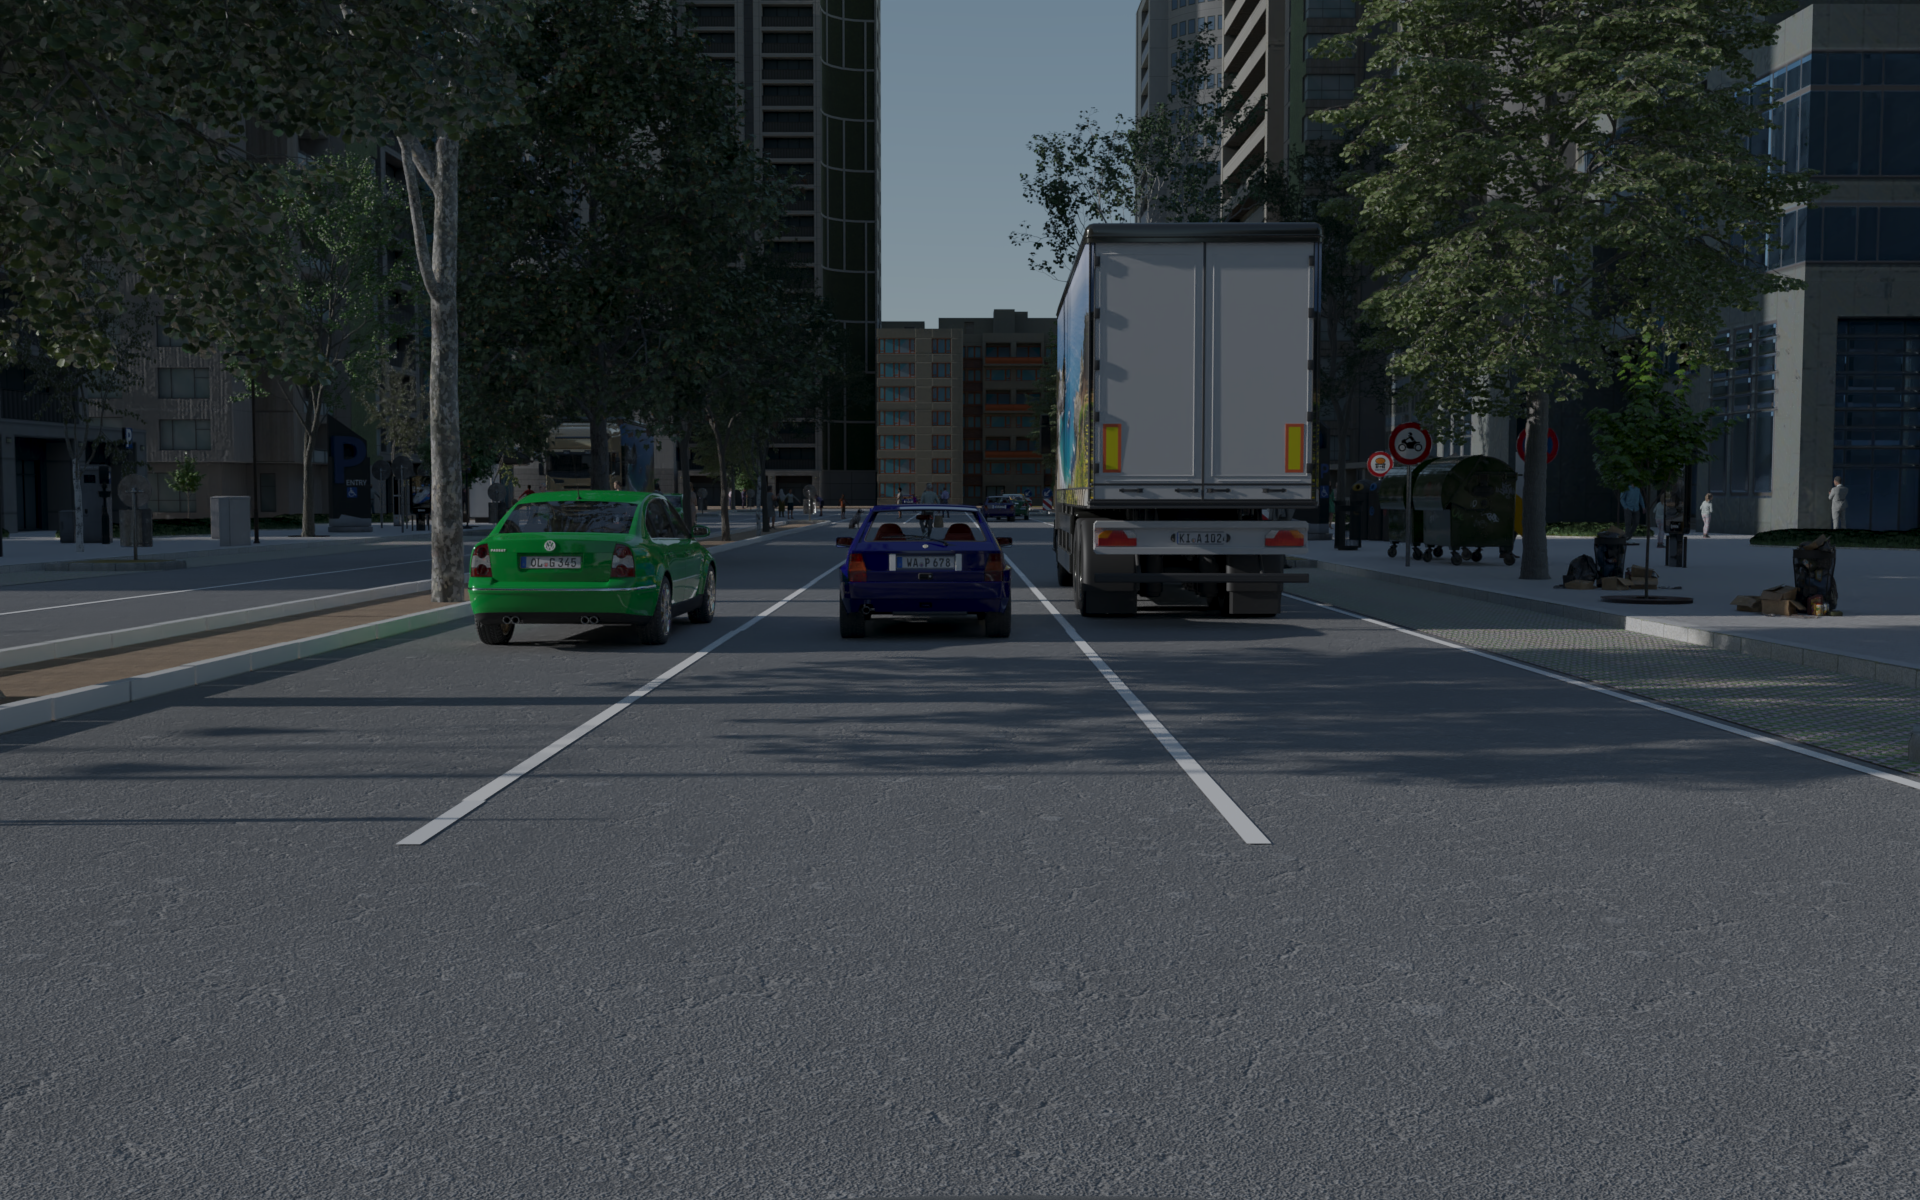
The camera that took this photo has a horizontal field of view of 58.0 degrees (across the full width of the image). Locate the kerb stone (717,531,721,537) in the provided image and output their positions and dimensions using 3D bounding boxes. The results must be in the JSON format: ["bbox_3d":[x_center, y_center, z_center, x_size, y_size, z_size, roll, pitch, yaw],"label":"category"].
[{"bbox_3d":[-8.155,-2.158,57.551,0.120,0.150,1.000,0,4,0],"label":"kerb stone"}]

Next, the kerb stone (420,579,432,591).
[{"bbox_3d":[-7.954,-0.211,25.736,0.120,0.150,1.000,0,4,0],"label":"kerb stone"}]

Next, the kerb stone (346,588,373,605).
[{"bbox_3d":[-7.941,-0.029,22.667,0.120,0.150,1.000,0,4,0],"label":"kerb stone"}]

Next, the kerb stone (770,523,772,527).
[{"bbox_3d":[-8.264,-3.165,73.939,0.120,0.150,1.000,0,4,0],"label":"kerb stone"}]

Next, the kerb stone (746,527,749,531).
[{"bbox_3d":[-8.208,-2.662,65.740,0.120,0.150,1.000,0,4,0],"label":"kerb stone"}]

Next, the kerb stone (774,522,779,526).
[{"bbox_3d":[-8.275,-3.354,77.029,0.120,0.150,1.000,0,4,0],"label":"kerb stone"}]

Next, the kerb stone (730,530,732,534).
[{"bbox_3d":[-8.181,-2.347,60.622,0.120,0.150,1.000,0,4,0],"label":"kerb stone"}]

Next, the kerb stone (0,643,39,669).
[{"bbox_3d":[-7.887,0.475,14.474,0.120,0.150,1.000,0,4,0],"label":"kerb stone"}]

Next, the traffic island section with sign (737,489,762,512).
[{"bbox_3d":[-16.546,-7.860,137.145,1.989,1.847,2.006,0,4,0],"label":"traffic island section with sign"}]

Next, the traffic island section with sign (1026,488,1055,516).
[{"bbox_3d":[5.434,-6.251,110.829,1.989,1.847,2.006,0,4,0],"label":"traffic island section with sign"}]

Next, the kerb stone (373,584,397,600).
[{"bbox_3d":[-7.951,-0.090,23.690,0.120,0.150,1.000,0,4,0],"label":"kerb stone"}]

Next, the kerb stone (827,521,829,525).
[{"bbox_3d":[-6.194,-3.478,79.094,0.120,0.150,1.000,0,4,0],"label":"kerb stone"}]

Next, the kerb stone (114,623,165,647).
[{"bbox_3d":[-7.903,0.351,16.525,0.120,0.150,1.000,0,4,0],"label":"kerb stone"}]

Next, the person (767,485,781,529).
[{"bbox_3d":[-7.542,-3.739,69.987,0.716,1.782,0.532,3,5,43],"label":"person"}]

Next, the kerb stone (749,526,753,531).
[{"bbox_3d":[-8.211,-2.726,66.762,0.120,0.150,1.000,0,4,0],"label":"kerb stone"}]

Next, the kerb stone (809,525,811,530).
[{"bbox_3d":[-6.138,-2.848,68.835,0.120,0.150,1.000,0,4,0],"label":"kerb stone"}]

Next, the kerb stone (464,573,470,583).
[{"bbox_3d":[-7.966,-0.340,27.780,0.120,0.150,1.000,0,4,0],"label":"kerb stone"}]

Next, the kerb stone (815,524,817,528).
[{"bbox_3d":[-6.148,-3.037,71.908,0.120,0.150,1.000,0,4,0],"label":"kerb stone"}]

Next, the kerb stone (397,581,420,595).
[{"bbox_3d":[-7.954,-0.153,24.713,0.120,0.150,1.000,0,4,0],"label":"kerb stone"}]

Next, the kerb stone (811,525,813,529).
[{"bbox_3d":[-6.129,-2.915,69.857,0.120,0.150,1.000,0,4,0],"label":"kerb stone"}]

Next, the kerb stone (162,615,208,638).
[{"bbox_3d":[-7.917,0.285,17.547,0.120,0.150,1.000,0,4,0],"label":"kerb stone"}]

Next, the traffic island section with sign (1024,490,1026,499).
[{"bbox_3d":[5.260,-7.899,137.783,1.989,1.847,2.006,0,4,0],"label":"traffic island section with sign"}]

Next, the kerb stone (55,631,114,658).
[{"bbox_3d":[-7.900,0.411,15.502,0.120,0.150,1.000,0,4,0],"label":"kerb stone"}]

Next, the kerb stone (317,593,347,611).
[{"bbox_3d":[-7.933,0.036,21.645,0.120,0.150,1.000,0,4,0],"label":"kerb stone"}]

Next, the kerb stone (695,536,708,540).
[{"bbox_3d":[-8.140,-1.975,54.484,0.120,0.150,1.000,0,4,0],"label":"kerb stone"}]

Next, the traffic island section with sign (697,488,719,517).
[{"bbox_3d":[-16.388,-6.212,110.190,1.989,1.847,2.006,0,4,0],"label":"traffic island section with sign"}]

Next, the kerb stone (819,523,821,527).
[{"bbox_3d":[-6.159,-3.154,73.959,0.120,0.150,1.000,0,4,0],"label":"kerb stone"}]

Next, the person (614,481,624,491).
[{"bbox_3d":[-9.937,-2.573,50.590,0.581,1.822,0.654,2,4,30],"label":"person"}]

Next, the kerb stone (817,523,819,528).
[{"bbox_3d":[-6.154,-3.101,72.931,0.120,0.150,1.000,0,4,0],"label":"kerb stone"}]

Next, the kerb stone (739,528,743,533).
[{"bbox_3d":[-8.190,-2.538,63.696,0.120,0.150,1.000,0,4,0],"label":"kerb stone"}]

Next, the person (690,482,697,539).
[{"bbox_3d":[-7.730,-2.492,49.583,0.374,1.781,0.599,1,4,14],"label":"person"}]

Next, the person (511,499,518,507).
[{"bbox_3d":[-12.037,-2.086,46.886,0.640,1.303,0.475,-3,4,-37],"label":"person"}]

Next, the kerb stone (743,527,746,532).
[{"bbox_3d":[-8.207,-2.601,64.718,0.120,0.150,1.000,0,4,0],"label":"kerb stone"}]

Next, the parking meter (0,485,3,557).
[{"bbox_3d":[-19.770,-1.647,35.344,0.372,1.533,0.369,0,3,0],"label":"parking meter"}]

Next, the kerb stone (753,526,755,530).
[{"bbox_3d":[-8.225,-2.789,67.787,0.120,0.150,1.000,0,4,0],"label":"kerb stone"}]

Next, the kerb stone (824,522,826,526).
[{"bbox_3d":[-6.184,-3.355,77.044,0.120,0.150,1.000,0,4,0],"label":"kerb stone"}]

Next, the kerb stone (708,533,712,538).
[{"bbox_3d":[-8.147,-2.037,55.507,0.120,0.150,1.000,0,4,0],"label":"kerb stone"}]

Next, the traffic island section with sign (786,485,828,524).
[{"bbox_3d":[-7.265,-4.586,83.113,2.006,1.907,1.989,0,4,0],"label":"traffic island section with sign"}]

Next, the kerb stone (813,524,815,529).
[{"bbox_3d":[-6.147,-2.978,70.879,0.120,0.150,1.000,0,4,0],"label":"kerb stone"}]

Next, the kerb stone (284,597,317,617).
[{"bbox_3d":[-7.930,0.096,20.623,0.120,0.150,1.000,0,4,0],"label":"kerb stone"}]

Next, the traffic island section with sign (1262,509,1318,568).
[{"bbox_3d":[5.915,-1.572,34.335,1.989,1.847,2.006,0,4,0],"label":"traffic island section with sign"}]

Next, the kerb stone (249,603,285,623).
[{"bbox_3d":[-7.919,0.160,19.598,0.120,0.150,1.000,0,4,0],"label":"kerb stone"}]

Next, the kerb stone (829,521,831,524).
[{"bbox_3d":[-6.196,-3.539,80.123,0.120,0.150,1.000,0,4,0],"label":"kerb stone"}]

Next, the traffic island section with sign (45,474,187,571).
[{"bbox_3d":[-15.896,-1.483,32.867,1.989,1.847,2.006,0,4,0],"label":"traffic island section with sign"}]

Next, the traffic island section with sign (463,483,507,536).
[{"bbox_3d":[-16.074,-3.131,59.822,1.989,1.847,2.006,0,4,0],"label":"traffic island section with sign"}]

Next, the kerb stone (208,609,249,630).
[{"bbox_3d":[-7.913,0.221,18.576,0.120,0.150,1.000,0,4,0],"label":"kerb stone"}]

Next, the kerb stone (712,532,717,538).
[{"bbox_3d":[-8.155,-2.100,56.529,0.120,0.150,1.000,0,4,0],"label":"kerb stone"}]

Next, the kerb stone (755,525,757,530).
[{"bbox_3d":[-8.240,-2.851,68.810,0.120,0.150,1.000,0,4,0],"label":"kerb stone"}]

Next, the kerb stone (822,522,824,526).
[{"bbox_3d":[-6.181,-3.292,76.021,0.120,0.150,1.000,0,4,0],"label":"kerb stone"}]

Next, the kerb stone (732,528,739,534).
[{"bbox_3d":[-8.194,-2.476,62.674,0.120,0.150,1.000,0,4,0],"label":"kerb stone"}]
